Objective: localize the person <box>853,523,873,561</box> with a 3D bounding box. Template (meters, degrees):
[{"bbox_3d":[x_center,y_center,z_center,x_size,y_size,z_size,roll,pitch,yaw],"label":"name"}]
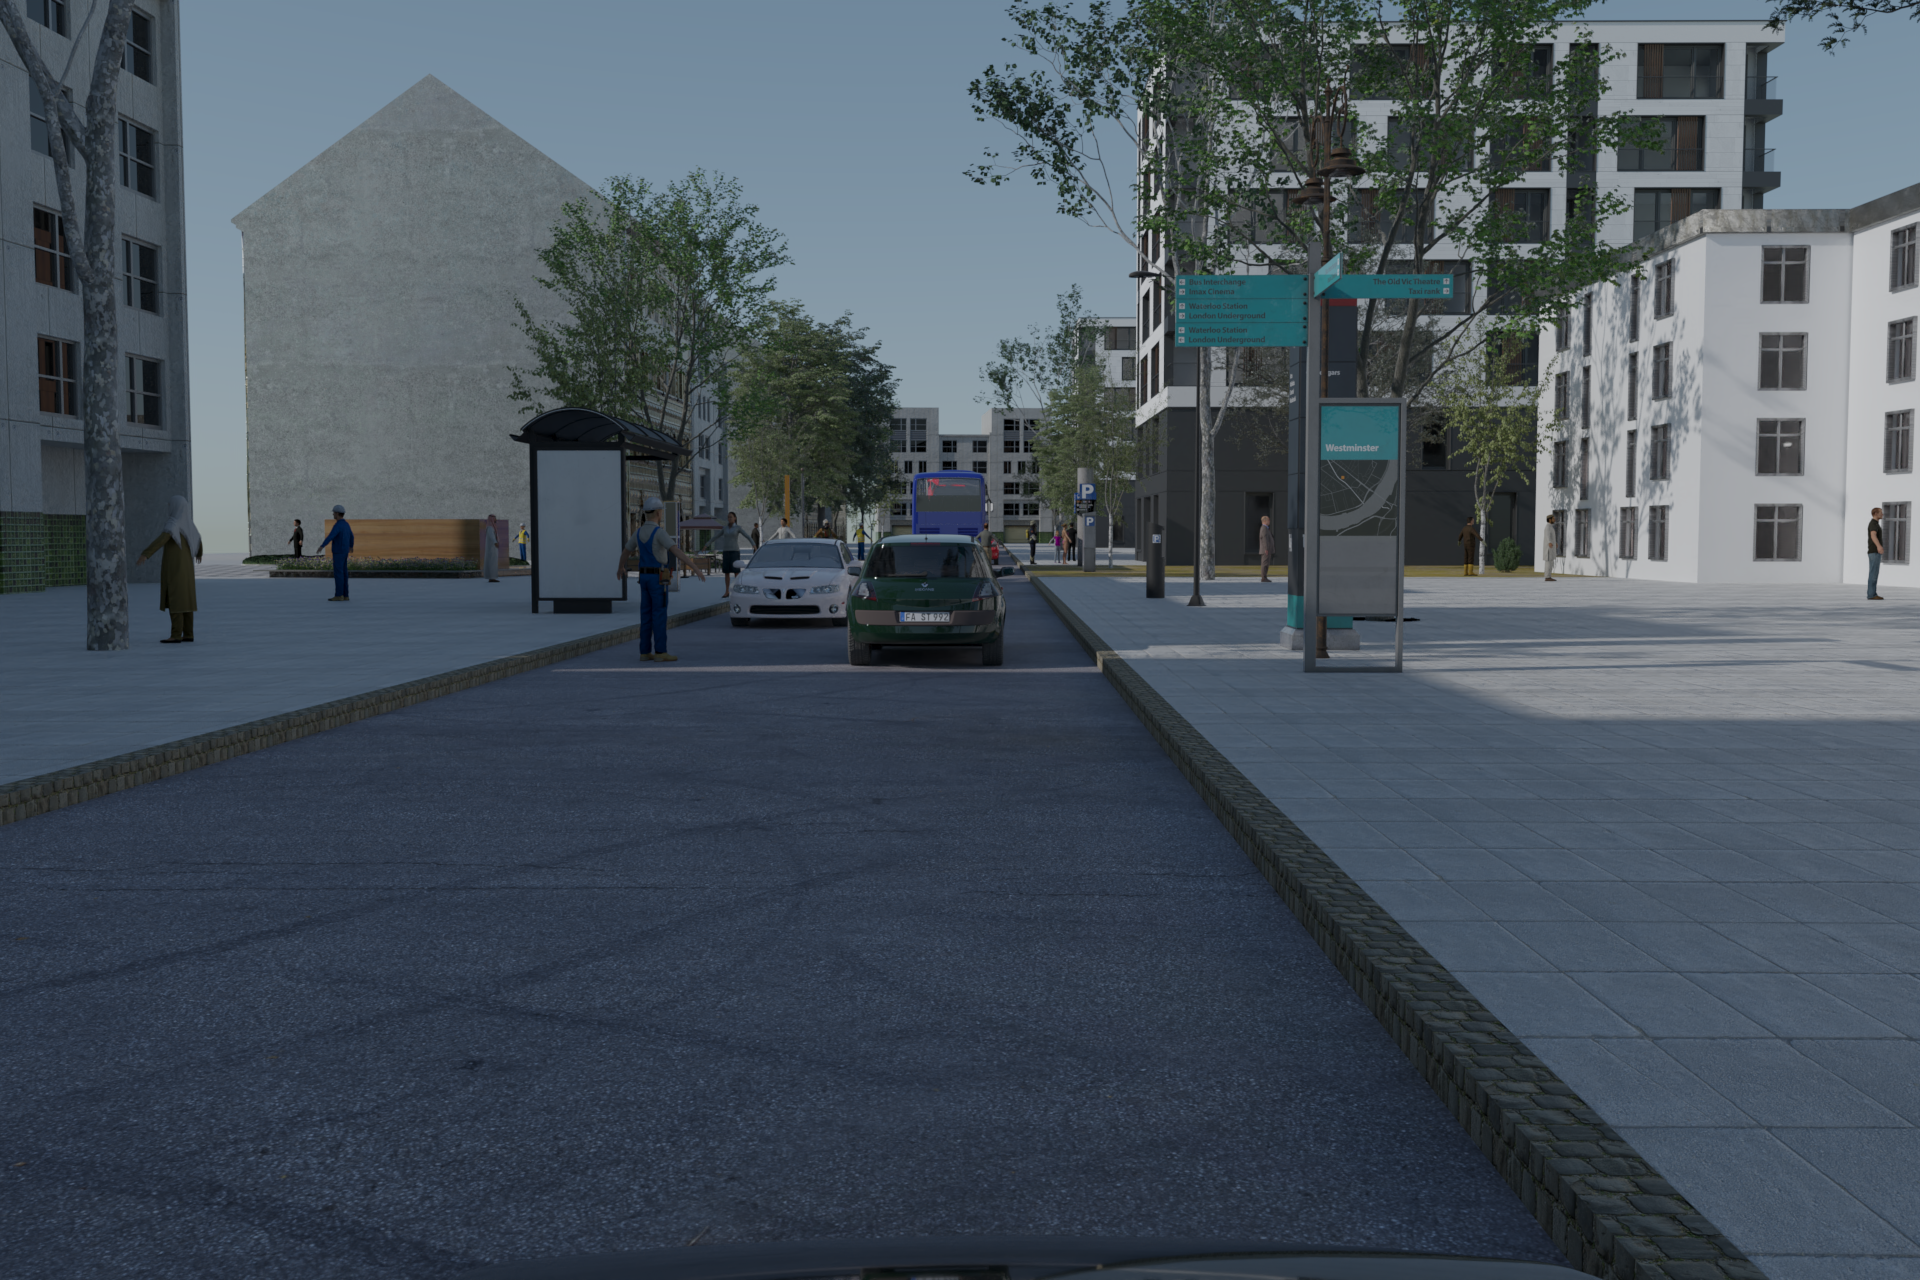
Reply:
[{"bbox_3d":[-4.719,-4.715,83.052,1.349,1.833,0.705,3,5,43],"label":"person"}]

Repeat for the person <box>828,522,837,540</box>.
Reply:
[{"bbox_3d":[-5.666,-4.238,75.424,0.705,1.813,1.348,-2,4,-32],"label":"person"}]

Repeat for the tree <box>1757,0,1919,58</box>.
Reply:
[{"bbox_3d":[6.227,-4.453,7.220,8.767,10.594,7.601,3,5,41],"label":"tree"}]

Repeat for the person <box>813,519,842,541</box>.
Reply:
[{"bbox_3d":[-5.194,-3.763,67.297,1.354,1.858,0.705,-2,4,-30],"label":"person"}]

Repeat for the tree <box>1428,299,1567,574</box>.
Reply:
[{"bbox_3d":[16.961,-6.416,55.270,4.737,8.622,4.395,0,3,0],"label":"tree"}]

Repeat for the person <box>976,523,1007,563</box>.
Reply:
[{"bbox_3d":[0.884,-2.993,57.669,1.348,1.796,0.705,1,4,17],"label":"person"}]

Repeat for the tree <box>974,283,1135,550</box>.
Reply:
[{"bbox_3d":[7.384,-16.978,133.482,12.611,20.169,13.585,0,3,0],"label":"tree"}]

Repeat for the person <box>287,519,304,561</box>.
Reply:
[{"bbox_3d":[-23.218,-3.331,60.652,0.705,1.806,1.347,-3,5,-39],"label":"person"}]

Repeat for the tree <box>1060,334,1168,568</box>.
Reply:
[{"bbox_3d":[5.428,-7.002,64.852,4.360,8.622,3.978,0,3,0],"label":"tree"}]

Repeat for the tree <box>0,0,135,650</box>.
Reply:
[{"bbox_3d":[-10.820,-9.991,19.236,12.611,20.169,13.585,0,3,0],"label":"tree"}]

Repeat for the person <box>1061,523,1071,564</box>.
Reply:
[{"bbox_3d":[4.531,-4.067,73.298,0.721,1.733,1.217,-1,4,-9],"label":"person"}]

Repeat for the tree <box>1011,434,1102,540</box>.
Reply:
[{"bbox_3d":[8.833,-13.693,158.286,8.767,10.594,7.601,0,4,5],"label":"tree"}]

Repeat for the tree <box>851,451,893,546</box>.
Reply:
[{"bbox_3d":[-7.190,-11.653,140.891,4.360,8.622,3.978,0,3,0],"label":"tree"}]

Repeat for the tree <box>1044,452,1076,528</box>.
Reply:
[{"bbox_3d":[8.985,-11.931,145.441,4.737,8.622,4.395,0,3,0],"label":"tree"}]

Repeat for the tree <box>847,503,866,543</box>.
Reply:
[{"bbox_3d":[-14.768,-18.316,249.831,4.360,8.622,3.978,0,3,0],"label":"tree"}]

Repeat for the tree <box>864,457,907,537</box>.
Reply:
[{"bbox_3d":[-6.781,-12.390,152.940,4.737,8.622,4.395,0,3,0],"label":"tree"}]

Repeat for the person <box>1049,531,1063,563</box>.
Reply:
[{"bbox_3d":[4.307,-4.081,75.983,0.991,1.433,0.599,-2,4,-27],"label":"person"}]

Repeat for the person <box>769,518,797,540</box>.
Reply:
[{"bbox_3d":[-5.798,-3.102,56.899,1.347,1.806,0.705,2,4,31],"label":"person"}]

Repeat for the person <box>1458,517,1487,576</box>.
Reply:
[{"bbox_3d":[15.664,-2.875,53.144,0.704,1.812,1.346,-1,4,-21],"label":"person"}]

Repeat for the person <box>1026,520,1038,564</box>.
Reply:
[{"bbox_3d":[3.109,-4.122,73.176,0.705,1.856,1.354,0,4,-2],"label":"person"}]

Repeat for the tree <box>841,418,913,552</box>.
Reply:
[{"bbox_3d":[-7.096,-11.464,121.842,8.767,10.594,7.601,3,5,39],"label":"tree"}]

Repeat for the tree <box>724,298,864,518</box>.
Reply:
[{"bbox_3d":[-8.120,-10.132,83.785,7.486,12.596,7.792,0,3,0],"label":"tree"}]

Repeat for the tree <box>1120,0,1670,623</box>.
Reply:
[{"bbox_3d":[6.107,-6.077,25.120,9.928,11.665,9.643,0,3,0],"label":"tree"}]

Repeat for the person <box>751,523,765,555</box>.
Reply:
[{"bbox_3d":[-9.453,-4.545,80.534,0.704,1.802,1.346,-2,4,-31],"label":"person"}]

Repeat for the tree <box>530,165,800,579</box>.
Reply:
[{"bbox_3d":[-8.480,-7.594,49.914,9.928,11.665,9.643,0,3,0],"label":"tree"}]

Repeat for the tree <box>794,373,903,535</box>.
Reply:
[{"bbox_3d":[-7.737,-11.207,108.989,9.928,11.665,9.643,0,3,0],"label":"tree"}]

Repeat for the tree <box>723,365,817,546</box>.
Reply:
[{"bbox_3d":[-8.750,-7.657,75.558,4.360,8.622,3.978,0,3,0],"label":"tree"}]

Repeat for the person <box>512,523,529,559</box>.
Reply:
[{"bbox_3d":[-19.313,-4.267,76.236,1.216,1.772,0.721,3,5,41],"label":"person"}]

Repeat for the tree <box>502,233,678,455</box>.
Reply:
[{"bbox_3d":[-8.664,-5.588,41.724,4.737,8.622,4.395,0,3,0],"label":"tree"}]

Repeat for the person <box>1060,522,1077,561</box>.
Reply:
[{"bbox_3d":[5.268,-4.633,81.684,1.347,1.837,0.705,1,4,11],"label":"person"}]

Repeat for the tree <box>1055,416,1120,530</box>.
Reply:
[{"bbox_3d":[7.380,-9.671,108.482,4.360,8.622,3.978,0,3,0],"label":"tree"}]

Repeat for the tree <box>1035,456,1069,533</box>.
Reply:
[{"bbox_3d":[8.198,-12.335,152.039,4.360,8.622,3.978,0,3,0],"label":"tree"}]

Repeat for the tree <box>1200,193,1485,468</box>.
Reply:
[{"bbox_3d":[13.968,-9.360,63.400,12.009,13.543,11.850,0,3,0],"label":"tree"}]

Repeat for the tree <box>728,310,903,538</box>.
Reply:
[{"bbox_3d":[-7.981,-11.702,97.990,9.857,13.997,8.962,0,3,0],"label":"tree"}]

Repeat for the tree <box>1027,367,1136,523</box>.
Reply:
[{"bbox_3d":[8.354,-12.155,116.858,7.486,12.596,7.792,0,3,0],"label":"tree"}]

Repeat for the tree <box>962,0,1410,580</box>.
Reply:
[{"bbox_3d":[5.764,-11.686,46.953,12.611,20.169,13.585,0,3,0],"label":"tree"}]

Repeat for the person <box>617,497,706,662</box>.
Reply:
[{"bbox_3d":[-3.435,-0.687,19.543,1.347,1.847,0.705,2,4,35],"label":"person"}]
